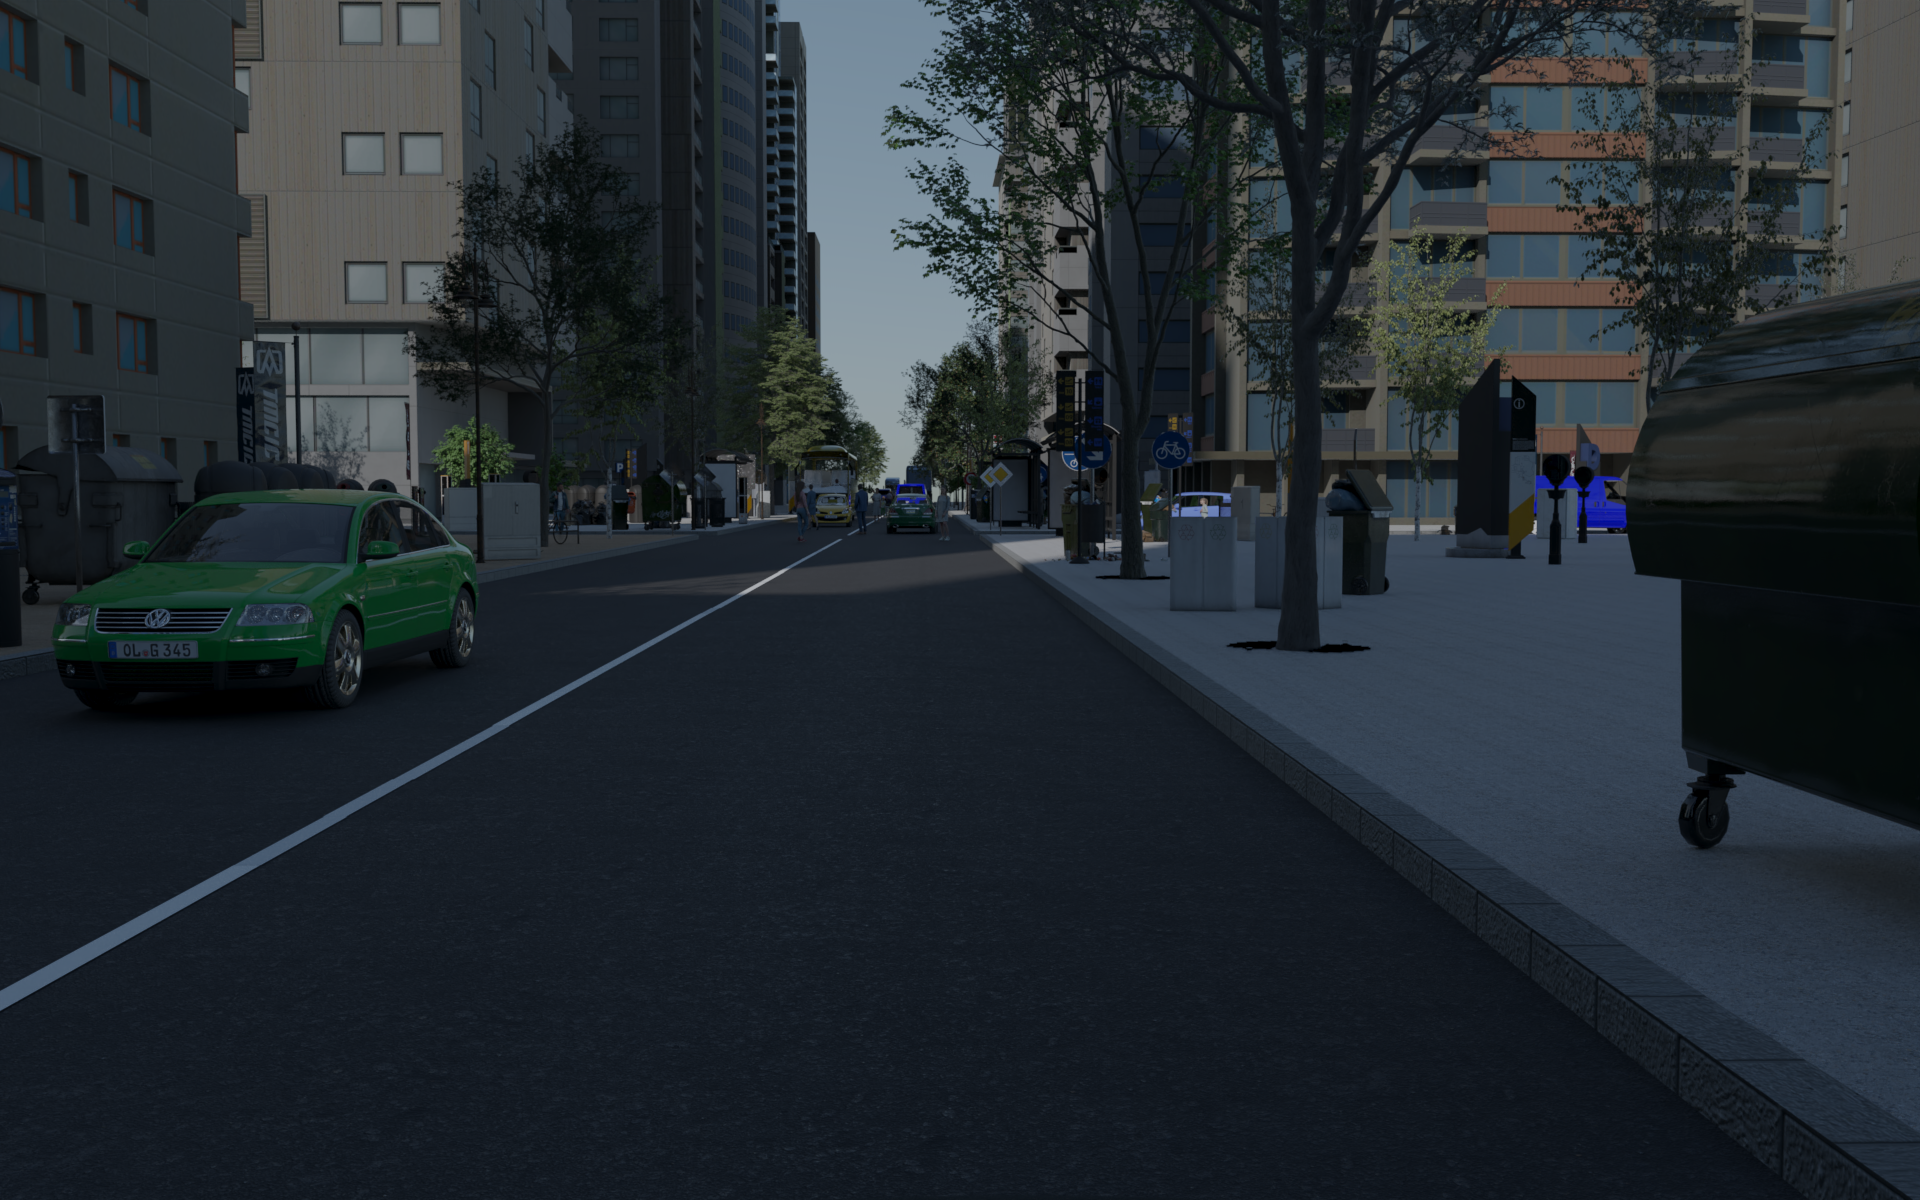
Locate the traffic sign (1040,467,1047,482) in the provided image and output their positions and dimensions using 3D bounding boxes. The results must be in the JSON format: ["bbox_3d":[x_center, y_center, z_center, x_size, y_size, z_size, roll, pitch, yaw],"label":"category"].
[{"bbox_3d":[3.592,-4.850,79.396,0.768,2.556,0.104,0,4,1],"label":"traffic sign"}]

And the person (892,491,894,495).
[{"bbox_3d":[-7.239,-11.006,189.185,0.721,1.736,1.217,0,4,-4],"label":"person"}]

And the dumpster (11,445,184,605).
[{"bbox_3d":[-10.264,-0.912,20.674,1.264,1.857,1.865,0,4,-1],"label":"dumpster"}]

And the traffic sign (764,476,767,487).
[{"bbox_3d":[-10.997,-5.743,96.023,0.606,2.300,0.079,0,4,4],"label":"traffic sign"}]

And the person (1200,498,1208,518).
[{"bbox_3d":[7.942,-2.675,56.510,0.394,1.301,0.425,-2,4,-29],"label":"person"}]

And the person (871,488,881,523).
[{"bbox_3d":[-4.217,-4.763,86.952,0.480,1.755,0.524,1,4,10],"label":"person"}]

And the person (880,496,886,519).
[{"bbox_3d":[-4.512,-5.426,101.464,0.306,1.304,0.590,-1,4,-18],"label":"person"}]

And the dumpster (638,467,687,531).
[{"bbox_3d":[-10.524,-3.595,61.265,1.502,2.255,1.985,0,4,-1],"label":"dumpster"}]

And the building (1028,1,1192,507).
[{"bbox_3d":[17.982,-39.637,190.061,21.231,58.520,28.212,0,4,-1],"label":"building"}]

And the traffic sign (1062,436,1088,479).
[{"bbox_3d":[2.611,-2.315,37.957,0.768,2.556,0.104,0,4,-1],"label":"traffic sign"}]

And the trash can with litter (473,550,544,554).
[{"bbox_3d":[-9.764,-1.627,37.667,1.678,1.210,2.233,2,4,26],"label":"trash can with litter"}]

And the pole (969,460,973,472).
[{"bbox_3d":[0.669,-6.685,103.143,0.158,3.312,0.155,0,3,0],"label":"pole"}]

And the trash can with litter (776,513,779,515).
[{"bbox_3d":[-11.801,-5.894,107.423,1.678,1.210,2.233,-1,4,-10],"label":"trash can with litter"}]

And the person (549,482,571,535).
[{"bbox_3d":[-13.259,-3.002,57.570,0.794,1.824,0.713,-1,4,-15],"label":"person"}]

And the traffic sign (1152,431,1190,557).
[{"bbox_3d":[4.254,-2.136,35.036,0.768,2.556,0.104,0,4,4],"label":"traffic sign"}]

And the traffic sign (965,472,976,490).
[{"bbox_3d":[0.651,-6.176,101.076,0.768,2.556,0.104,0,4,3],"label":"traffic sign"}]

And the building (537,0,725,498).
[{"bbox_3d":[-24.486,-26.808,121.897,14.154,41.232,14.086,0,4,-1],"label":"building"}]

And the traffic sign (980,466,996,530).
[{"bbox_3d":[1.083,-3.534,61.431,0.795,2.450,0.064,0,4,-1],"label":"traffic sign"}]

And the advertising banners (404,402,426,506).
[{"bbox_3d":[-10.684,-2.310,33.952,0.090,3.025,2.074,0,4,-8],"label":"advertising banners"}]

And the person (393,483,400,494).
[{"bbox_3d":[-17.994,-2.835,55.034,0.511,1.800,0.466,-1,4,-16],"label":"person"}]

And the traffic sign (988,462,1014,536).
[{"bbox_3d":[1.254,-3.046,53.448,0.795,2.450,0.064,0,4,-1],"label":"traffic sign"}]

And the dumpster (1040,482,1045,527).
[{"bbox_3d":[2.725,-3.871,69.044,1.264,1.857,1.865,0,4,-1],"label":"dumpster"}]

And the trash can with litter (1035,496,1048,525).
[{"bbox_3d":[3.307,-3.757,72.821,0.624,1.170,1.055,1,4,19],"label":"trash can with litter"}]

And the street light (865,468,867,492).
[{"bbox_3d":[-13.416,-16.819,247.785,0.468,5.910,1.993,0,4,-1],"label":"street light"}]

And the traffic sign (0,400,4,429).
[{"bbox_3d":[-10.943,-1.164,19.133,0.768,2.556,0.104,0,4,0],"label":"traffic sign"}]

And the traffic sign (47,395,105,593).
[{"bbox_3d":[-9.153,-0.968,17.961,0.606,2.300,0.079,0,4,3],"label":"traffic sign"}]

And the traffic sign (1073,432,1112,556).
[{"bbox_3d":[2.653,-2.120,34.761,0.768,2.556,0.104,0,4,4],"label":"traffic sign"}]

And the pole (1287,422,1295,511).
[{"bbox_3d":[9.200,-3.317,48.069,0.158,3.312,0.155,0,3,0],"label":"pole"}]

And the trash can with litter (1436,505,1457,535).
[{"bbox_3d":[15.534,-2.628,54.349,1.055,1.170,0.624,0,4,7],"label":"trash can with litter"}]

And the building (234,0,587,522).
[{"bbox_3d":[-34.710,-30.336,85.238,28.713,52.752,27.495,0,4,-1],"label":"building"}]

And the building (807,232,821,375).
[{"bbox_3d":[-30.319,-38.908,286.254,14.600,45.320,14.200,0,4,-1],"label":"building"}]

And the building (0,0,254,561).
[{"bbox_3d":[-31.365,-11.178,27.804,28.899,21.520,27.650,0,4,-1],"label":"building"}]

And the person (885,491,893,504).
[{"bbox_3d":[-6.051,-8.568,149.526,0.756,1.711,0.436,3,5,41],"label":"person"}]

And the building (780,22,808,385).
[{"bbox_3d":[-31.906,-50.752,268.054,20.563,71.187,20.611,0,4,-1],"label":"building"}]

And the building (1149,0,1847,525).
[{"bbox_3d":[23.707,-26.000,79.717,28.867,44.769,22.147,0,4,-1],"label":"building"}]

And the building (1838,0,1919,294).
[{"bbox_3d":[59.828,-30.177,82.626,27.495,52.752,28.713,0,4,-1],"label":"building"}]

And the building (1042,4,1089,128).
[{"bbox_3d":[21.901,-35.063,162.513,28.713,52.752,27.495,0,4,-1],"label":"building"}]

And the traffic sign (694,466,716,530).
[{"bbox_3d":[-9.009,-3.523,61.237,0.795,2.450,0.064,0,4,-1],"label":"traffic sign"}]

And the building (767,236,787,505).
[{"bbox_3d":[-26.922,-25.727,192.337,14.160,30.474,14.107,0,4,-1],"label":"building"}]

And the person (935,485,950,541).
[{"bbox_3d":[-0.512,-2.693,53.527,0.512,1.701,0.522,2,4,26],"label":"person"}]

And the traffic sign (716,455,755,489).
[{"bbox_3d":[-11.657,-5.823,89.080,2.265,3.308,0.079,0,4,0],"label":"traffic sign"}]

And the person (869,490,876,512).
[{"bbox_3d":[-6.981,-7.956,139.030,0.568,1.767,0.683,0,4,-1],"label":"person"}]

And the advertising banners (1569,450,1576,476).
[{"bbox_3d":[23.960,-4.445,68.858,2.074,3.025,0.090,-3,5,-41],"label":"advertising banners"}]

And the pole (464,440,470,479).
[{"bbox_3d":[-18.758,-4.412,65.978,0.158,3.312,0.155,0,3,0],"label":"pole"}]

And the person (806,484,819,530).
[{"bbox_3d":[-5.857,-3.673,68.574,0.581,1.822,0.654,-3,4,-39],"label":"person"}]

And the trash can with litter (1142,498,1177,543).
[{"bbox_3d":[5.211,-2.124,46.116,1.055,1.170,0.624,-3,4,-37],"label":"trash can with litter"}]

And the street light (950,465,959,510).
[{"bbox_3d":[-0.544,-11.361,158.539,0.468,5.910,1.993,0,4,-1],"label":"street light"}]

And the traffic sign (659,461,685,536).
[{"bbox_3d":[-8.839,-3.034,53.254,0.795,2.450,0.064,0,4,-1],"label":"traffic sign"}]

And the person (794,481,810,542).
[{"bbox_3d":[-4.698,-2.639,51.651,0.555,1.821,0.388,2,4,35],"label":"person"}]

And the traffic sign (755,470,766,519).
[{"bbox_3d":[-10.502,-5.530,90.519,0.768,2.556,0.104,0,4,4],"label":"traffic sign"}]

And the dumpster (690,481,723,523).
[{"bbox_3d":[-10.948,-4.220,74.750,1.264,1.857,1.865,0,4,-1],"label":"dumpster"}]

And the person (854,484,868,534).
[{"bbox_3d":[-3.502,-3.240,61.656,0.419,1.800,0.721,3,5,40],"label":"person"}]

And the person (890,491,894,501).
[{"bbox_3d":[-7.438,-10.771,185.161,0.990,1.755,0.434,-2,4,-30],"label":"person"}]

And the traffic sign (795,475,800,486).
[{"bbox_3d":[-10.596,-6.937,113.521,0.768,2.556,0.104,0,4,7],"label":"traffic sign"}]

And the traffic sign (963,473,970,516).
[{"bbox_3d":[0.586,-6.244,102.198,0.768,2.556,0.104,0,4,0],"label":"traffic sign"}]

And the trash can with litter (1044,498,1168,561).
[{"bbox_3d":[2.880,-1.365,33.376,2.233,1.210,1.678,2,4,25],"label":"trash can with litter"}]

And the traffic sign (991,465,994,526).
[{"bbox_3d":[1.362,-4.288,70.120,0.884,2.594,0.081,0,4,6],"label":"traffic sign"}]

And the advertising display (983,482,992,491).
[{"bbox_3d":[1.718,-5.473,94.693,0.974,1.923,0.123,0,4,-8],"label":"advertising display"}]

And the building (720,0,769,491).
[{"bbox_3d":[-30.679,-38.392,169.705,21.231,58.520,28.212,0,4,-1],"label":"building"}]
